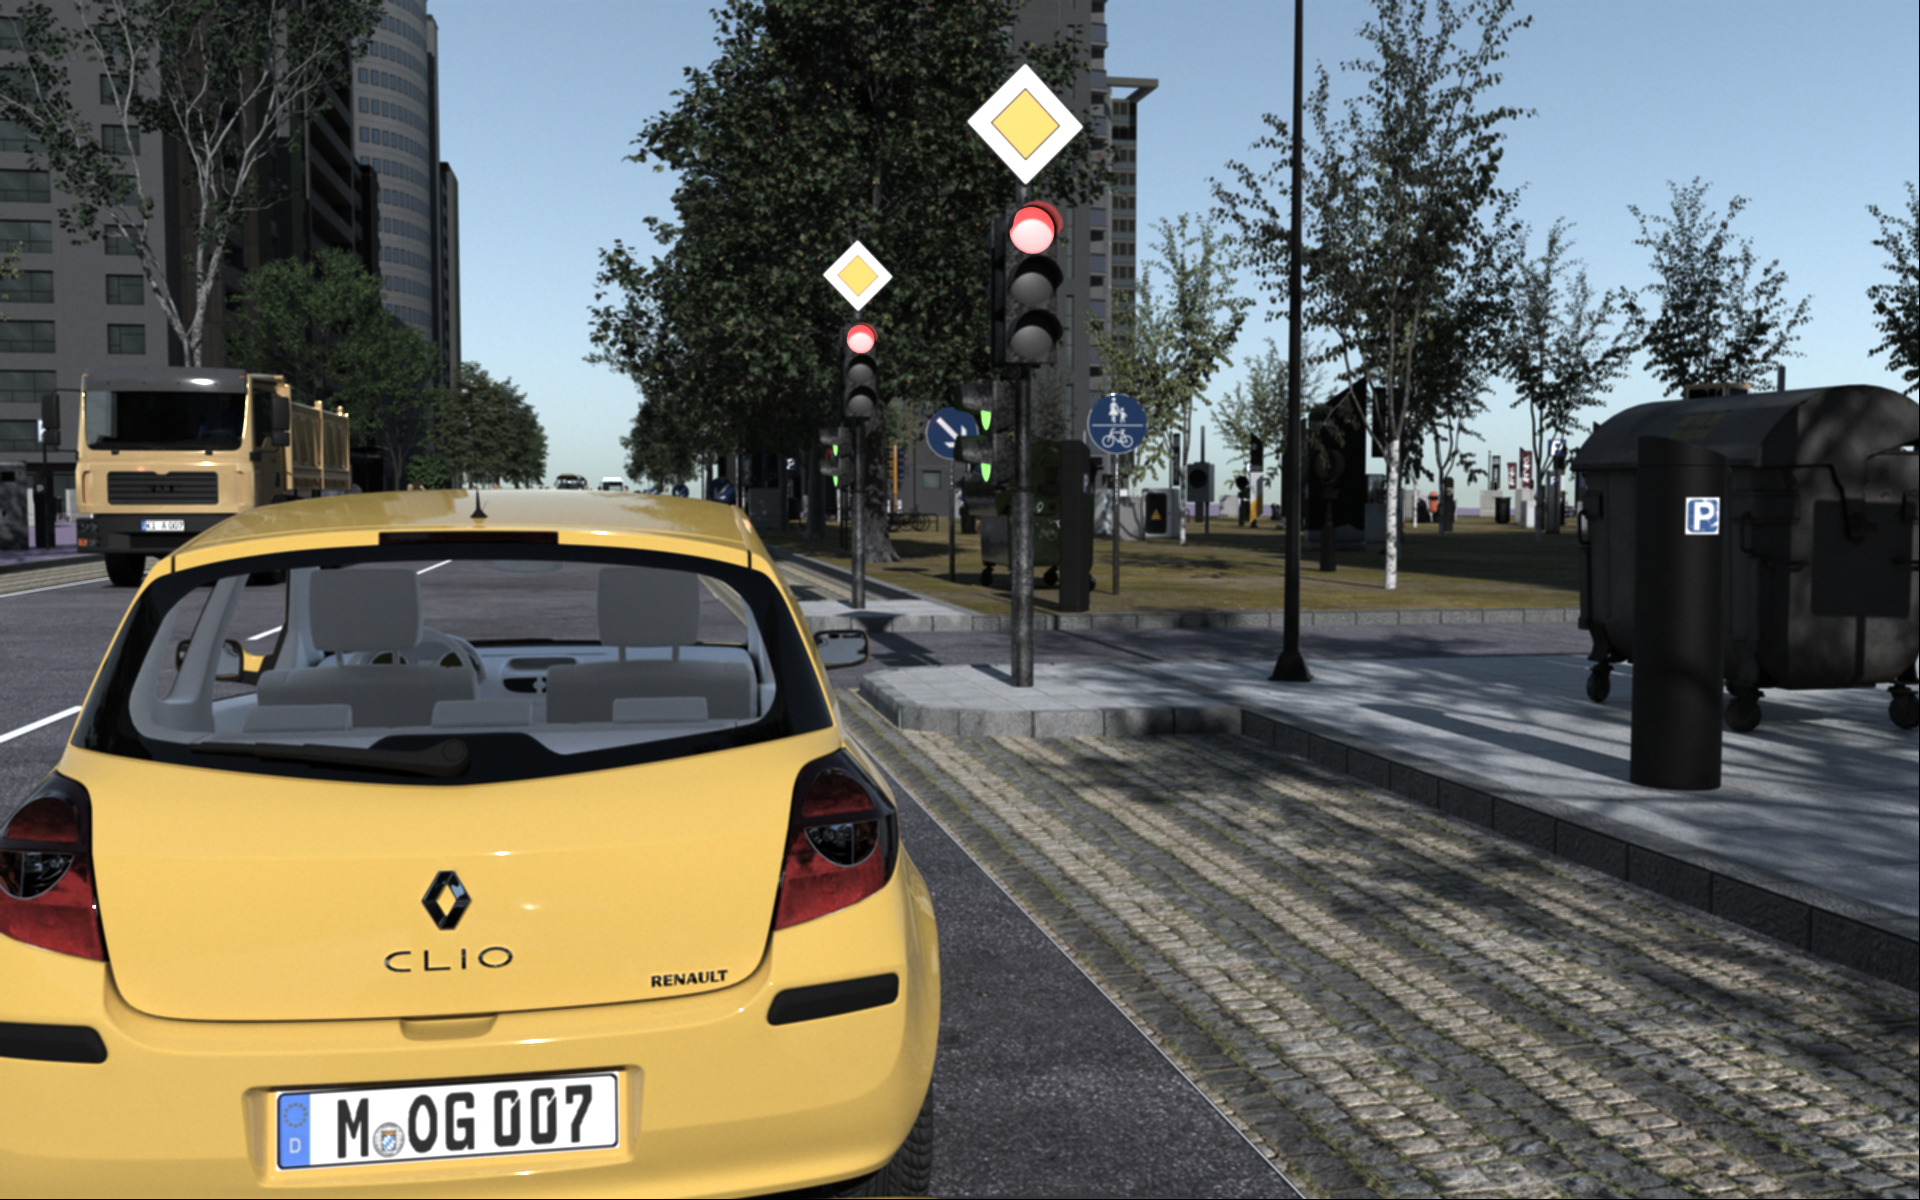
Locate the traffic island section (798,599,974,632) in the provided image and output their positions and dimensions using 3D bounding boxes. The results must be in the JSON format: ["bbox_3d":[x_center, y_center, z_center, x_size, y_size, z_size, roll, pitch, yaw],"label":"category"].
[{"bbox_3d":[-1.115,0.176,19.410,2.009,0.180,2.903,-1,4,-11],"label":"traffic island section"}]

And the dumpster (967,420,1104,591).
[{"bbox_3d":[1.007,-1.280,23.422,1.502,2.255,1.985,-1,4,-11],"label":"dumpster"}]

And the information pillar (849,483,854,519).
[{"bbox_3d":[-5.613,-5.232,90.036,0.304,2.012,0.304,0,3,0],"label":"information pillar"}]

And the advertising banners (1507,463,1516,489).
[{"bbox_3d":[31.485,-6.131,96.422,2.074,3.025,0.090,0,4,5],"label":"advertising banners"}]

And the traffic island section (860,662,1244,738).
[{"bbox_3d":[0.439,0.655,11.578,2.009,0.180,2.903,-1,4,-11],"label":"traffic island section"}]

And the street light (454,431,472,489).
[{"bbox_3d":[-36.915,-9.537,128.475,1.470,5.913,1.316,-1,4,-11],"label":"street light"}]

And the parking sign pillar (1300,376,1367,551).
[{"bbox_3d":[8.575,-3.125,39.573,1.447,3.967,1.447,0,4,-2],"label":"parking sign pillar"}]

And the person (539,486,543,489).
[{"bbox_3d":[-20.566,-4.665,84.869,0.616,1.811,0.778,-3,4,-36],"label":"person"}]

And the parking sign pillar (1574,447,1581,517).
[{"bbox_3d":[35.719,-6.731,98.522,1.447,3.967,1.447,0,4,-3],"label":"parking sign pillar"}]

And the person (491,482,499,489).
[{"bbox_3d":[-14.451,-2.793,54.355,0.592,1.802,0.473,1,4,18],"label":"person"}]

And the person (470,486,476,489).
[{"bbox_3d":[-17.116,-3.134,60.571,0.643,1.720,0.563,1,4,9],"label":"person"}]

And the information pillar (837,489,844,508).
[{"bbox_3d":[-6.331,-6.111,91.275,0.183,3.616,0.504,-3,5,-42],"label":"information pillar"}]

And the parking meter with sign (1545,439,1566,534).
[{"bbox_3d":[19.214,-3.656,56.043,0.543,3.016,1.738,1,4,14],"label":"parking meter with sign"}]

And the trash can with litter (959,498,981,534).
[{"bbox_3d":[0.500,-2.693,55.422,1.055,1.170,0.624,2,4,30],"label":"trash can with litter"}]

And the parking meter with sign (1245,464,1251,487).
[{"bbox_3d":[16.464,-6.222,97.995,0.543,3.016,1.738,0,4,5],"label":"parking meter with sign"}]

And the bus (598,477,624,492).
[{"bbox_3d":[-41.779,-13.008,207.540,2.948,3.499,13.247,-1,4,-13],"label":"bus"}]

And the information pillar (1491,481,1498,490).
[{"bbox_3d":[30.633,-5.799,99.309,0.304,2.012,0.304,0,4,-7],"label":"information pillar"}]

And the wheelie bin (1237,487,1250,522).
[{"bbox_3d":[13.460,-4.474,81.055,0.980,1.594,0.693,1,4,11],"label":"wheelie bin"}]

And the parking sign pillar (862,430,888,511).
[{"bbox_3d":[-3.639,-5.034,70.773,1.447,3.967,1.447,-1,4,-14],"label":"parking sign pillar"}]

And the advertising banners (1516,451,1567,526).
[{"bbox_3d":[23.722,-4.542,70.444,2.074,3.025,0.090,-1,4,-9],"label":"advertising banners"}]

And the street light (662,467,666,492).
[{"bbox_3d":[-21.934,-9.738,131.756,1.470,5.913,1.316,-1,4,-11],"label":"street light"}]

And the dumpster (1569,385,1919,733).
[{"bbox_3d":[4.575,-0.262,10.049,1.264,1.857,1.865,-1,4,-11],"label":"dumpster"}]

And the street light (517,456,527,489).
[{"bbox_3d":[-53.325,-14.567,210.711,1.470,5.913,1.316,-1,4,-11],"label":"street light"}]

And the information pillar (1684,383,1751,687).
[{"bbox_3d":[5.065,-0.437,11.640,0.304,2.012,0.304,-3,4,-38],"label":"information pillar"}]

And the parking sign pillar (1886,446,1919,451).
[{"bbox_3d":[42.351,-5.488,78.202,1.447,3.967,1.447,-1,4,-8],"label":"parking sign pillar"}]

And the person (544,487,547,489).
[{"bbox_3d":[-26.316,-6.250,110.315,1.348,1.869,0.705,-2,4,-27],"label":"person"}]

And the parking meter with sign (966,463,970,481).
[{"bbox_3d":[1.249,-6.120,96.329,1.738,3.016,0.543,1,4,16],"label":"parking meter with sign"}]

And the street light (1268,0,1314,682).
[{"bbox_3d":[1.761,-2.396,11.713,1.470,5.913,1.316,-1,4,-11],"label":"street light"}]

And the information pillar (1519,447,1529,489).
[{"bbox_3d":[27.969,-5.783,85.903,0.504,3.616,0.183,3,5,41],"label":"information pillar"}]

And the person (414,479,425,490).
[{"bbox_3d":[-13.441,-2.094,42.985,0.600,1.795,0.529,3,5,42],"label":"person"}]

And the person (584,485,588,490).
[{"bbox_3d":[-14.261,-3.486,65.842,0.624,1.780,0.694,-3,5,-43],"label":"person"}]

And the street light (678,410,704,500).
[{"bbox_3d":[-14.645,-7.484,94.910,1.470,5.913,1.316,-1,4,-11],"label":"street light"}]

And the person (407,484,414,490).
[{"bbox_3d":[-18.298,-2.985,57.665,0.694,1.780,0.624,-2,4,-30],"label":"person"}]

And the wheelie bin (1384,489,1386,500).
[{"bbox_3d":[23.331,-5.250,93.746,0.980,1.594,0.693,-1,4,-14],"label":"wheelie bin"}]

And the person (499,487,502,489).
[{"bbox_3d":[-20.927,-4.251,78.495,0.515,1.767,0.782,0,4,-1],"label":"person"}]

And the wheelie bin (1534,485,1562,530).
[{"bbox_3d":[20.785,-3.269,61.362,0.980,1.594,0.693,0,4,-5],"label":"wheelie bin"}]

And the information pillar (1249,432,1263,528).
[{"bbox_3d":[11.119,-4.503,64.986,0.504,3.616,0.183,2,4,28],"label":"information pillar"}]

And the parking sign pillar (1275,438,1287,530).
[{"bbox_3d":[12.061,-4.501,62.056,1.447,3.967,1.447,-2,4,-24],"label":"parking sign pillar"}]

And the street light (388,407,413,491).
[{"bbox_3d":[-29.706,-7.304,91.955,1.470,5.913,1.316,-1,4,-11],"label":"street light"}]

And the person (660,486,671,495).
[{"bbox_3d":[-12.397,-3.926,73.178,0.782,1.767,0.515,1,4,12],"label":"person"}]

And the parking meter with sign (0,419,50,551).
[{"bbox_3d":[-21.765,-2.649,39.567,0.543,3.016,1.738,3,5,42],"label":"parking meter with sign"}]

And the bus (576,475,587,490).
[{"bbox_3d":[-50.754,-14.534,229.169,2.896,3.916,12.252,-1,4,-11],"label":"bus"}]

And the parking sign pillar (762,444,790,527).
[{"bbox_3d":[-7.337,-4.811,67.129,1.447,3.967,1.447,-1,4,-14],"label":"parking sign pillar"}]

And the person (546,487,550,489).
[{"bbox_3d":[-20.587,-4.745,86.427,0.374,1.781,0.599,2,4,33],"label":"person"}]

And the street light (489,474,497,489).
[{"bbox_3d":[-44.322,-11.778,165.105,1.470,5.913,1.316,-1,4,-11],"label":"street light"}]

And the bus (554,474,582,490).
[{"bbox_3d":[-47.854,-13.489,212.097,2.896,3.916,12.252,-1,4,-10],"label":"bus"}]

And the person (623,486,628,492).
[{"bbox_3d":[-16.073,-4.624,84.117,0.660,1.820,0.620,3,5,44],"label":"person"}]

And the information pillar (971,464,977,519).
[{"bbox_3d":[0.811,-6.075,90.676,0.504,3.616,0.183,0,4,5],"label":"information pillar"}]

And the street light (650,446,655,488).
[{"bbox_3d":[-30.960,-12.500,176.919,1.470,5.913,1.316,-1,4,-11],"label":"street light"}]

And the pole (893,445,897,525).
[{"bbox_3d":[-2.689,-4.752,71.535,0.158,3.312,0.155,0,3,0],"label":"pole"}]

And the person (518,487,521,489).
[{"bbox_3d":[-23.353,-5.066,91.533,0.583,1.804,0.606,0,4,-5],"label":"person"}]

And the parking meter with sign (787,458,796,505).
[{"bbox_3d":[-8.471,-5.438,85.172,0.543,3.016,1.738,-1,4,-15],"label":"parking meter with sign"}]

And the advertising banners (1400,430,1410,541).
[{"bbox_3d":[11.895,-3.096,46.800,0.090,3.025,2.074,2,4,30],"label":"advertising banners"}]

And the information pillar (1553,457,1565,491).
[{"bbox_3d":[25.819,-5.093,74.622,0.504,3.616,0.183,1,4,21],"label":"information pillar"}]

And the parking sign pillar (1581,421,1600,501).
[{"bbox_3d":[23.916,-4.604,63.750,1.447,3.967,1.447,2,4,35],"label":"parking sign pillar"}]
